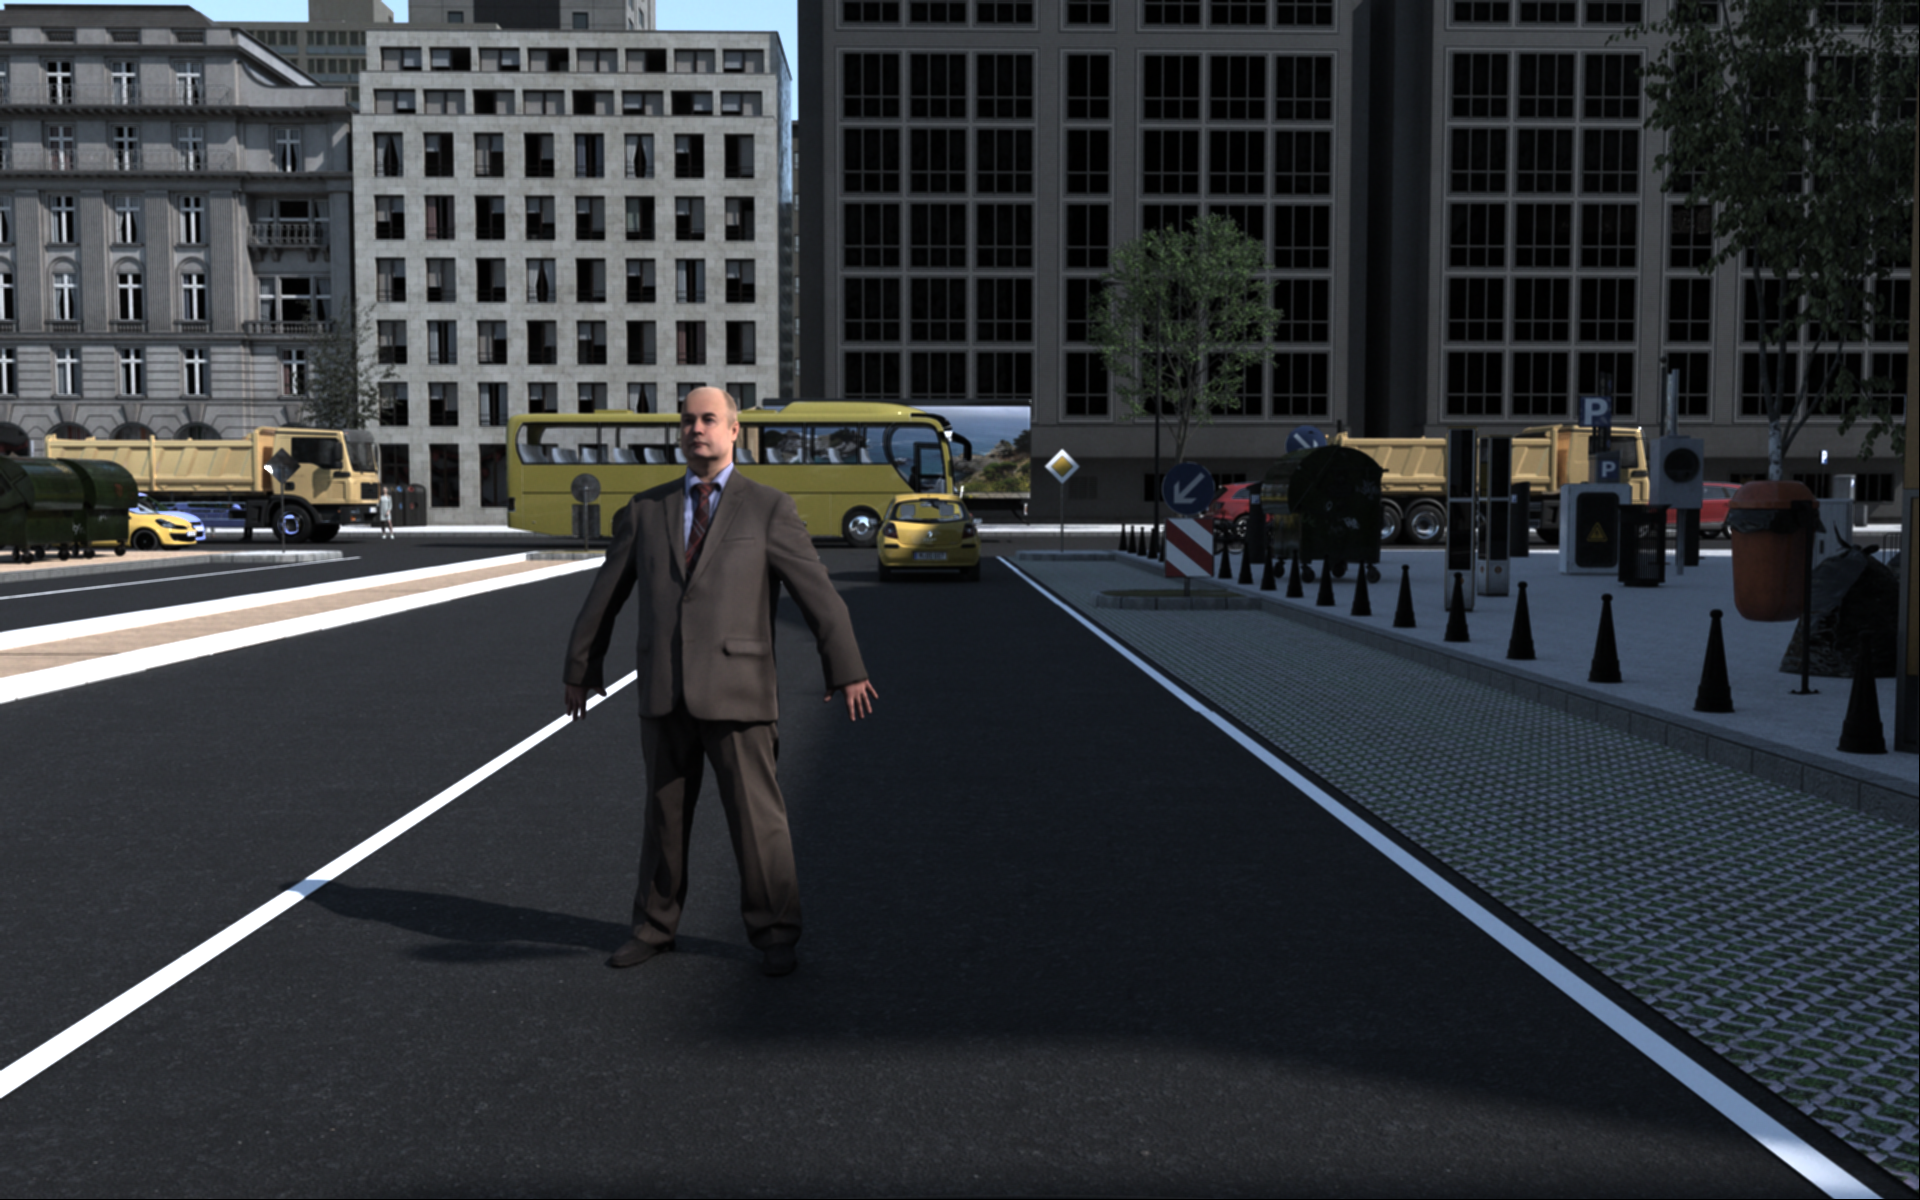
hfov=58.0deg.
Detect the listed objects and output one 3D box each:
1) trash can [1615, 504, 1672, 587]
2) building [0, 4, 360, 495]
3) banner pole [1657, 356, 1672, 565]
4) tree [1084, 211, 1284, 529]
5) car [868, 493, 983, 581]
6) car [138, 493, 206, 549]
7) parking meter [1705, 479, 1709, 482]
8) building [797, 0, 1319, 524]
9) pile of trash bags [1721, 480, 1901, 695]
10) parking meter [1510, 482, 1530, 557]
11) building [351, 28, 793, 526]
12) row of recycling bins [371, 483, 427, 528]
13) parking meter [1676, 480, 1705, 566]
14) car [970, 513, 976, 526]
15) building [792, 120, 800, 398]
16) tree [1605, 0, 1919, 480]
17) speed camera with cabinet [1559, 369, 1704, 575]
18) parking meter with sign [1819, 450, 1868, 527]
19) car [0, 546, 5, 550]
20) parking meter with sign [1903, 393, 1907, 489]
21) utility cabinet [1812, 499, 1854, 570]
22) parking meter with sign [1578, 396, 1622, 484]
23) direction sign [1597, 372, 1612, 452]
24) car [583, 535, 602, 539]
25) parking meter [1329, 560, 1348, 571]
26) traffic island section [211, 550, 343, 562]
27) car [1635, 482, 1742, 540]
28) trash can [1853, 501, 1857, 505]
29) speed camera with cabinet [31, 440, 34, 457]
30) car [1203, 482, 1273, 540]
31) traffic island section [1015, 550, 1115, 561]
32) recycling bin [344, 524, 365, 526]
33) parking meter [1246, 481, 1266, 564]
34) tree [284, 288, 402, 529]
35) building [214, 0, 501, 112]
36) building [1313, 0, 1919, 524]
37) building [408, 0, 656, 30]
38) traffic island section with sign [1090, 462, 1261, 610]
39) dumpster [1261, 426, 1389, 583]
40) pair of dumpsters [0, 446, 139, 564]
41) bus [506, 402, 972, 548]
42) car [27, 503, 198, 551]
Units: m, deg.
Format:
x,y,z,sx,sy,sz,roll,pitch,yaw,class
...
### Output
x,y,z,sx,sy,sz,roll,pitch,yaw,class
9.467,-0.757,24.032,0.748,1.137,0.748,0,3,0,trash can
-36.500,-14.324,76.005,24.055,21.916,13.314,0,4,-1,building
12.943,-2.550,31.714,0.863,3.779,0.401,-3,5,-45,banner pole
8.152,-8.417,63.379,9.928,11.665,9.643,0,3,0,tree
-0.579,-1.201,29.864,2.015,1.641,3.980,0,4,-3,car
-22.178,-2.244,46.281,3.694,1.707,1.945,0,4,-3,car
28.611,-3.733,66.741,0.399,1.863,0.255,0,4,0,parking meter
5.034,-17.377,77.615,24.014,27.812,14.314,0,4,-1,building
6.573,-0.136,11.979,3.447,1.369,1.912,-2,4,-28,pile of trash bags
11.443,-1.651,35.397,0.372,1.533,0.369,0,3,0,parking meter
-16.005,-13.465,74.910,16.860,20.320,10.420,0,4,-1,building
-21.998,-3.710,67.774,1.069,1.692,3.534,1,4,10,row of recycling bins
13.014,-1.543,30.933,0.255,1.863,0.399,-1,4,-8,parking meter
-1.696,-2.857,55.749,4.494,1.783,2.155,0,4,-2,car
-21.254,-39.958,242.545,27.495,52.752,28.713,0,4,-1,building
8.596,-4.115,17.642,4.737,8.622,4.395,0,3,0,tree
10.614,-2.022,27.393,2.038,3.252,0.660,0,4,7,speed camera with cabinet
34.808,-4.400,68.206,0.543,3.016,1.738,-3,5,-40,parking meter with sign
-25.889,-2.067,43.392,3.694,1.707,1.945,0,4,-2,car
17.126,-2.042,29.652,1.738,3.016,0.543,2,4,26,parking meter with sign
11.844,-0.794,24.143,1.020,1.237,0.306,3,5,41,utility cabinet
11.184,-2.071,30.130,0.543,3.016,1.738,1,4,9,parking meter with sign
12.057,-2.474,32.450,0.379,3.537,0.876,2,4,34,direction sign
-10.717,-2.845,56.295,4.222,1.686,2.009,0,4,-1,car
6.312,-1.261,29.022,0.372,1.533,0.369,0,3,0,parking meter
-14.767,-0.947,37.759,2.009,0.180,2.903,0,4,-1,traffic island section
22.821,-2.843,55.151,5.304,1.827,2.281,0,4,-3,car
67.077,-7.243,130.078,0.748,1.137,0.748,0,3,0,trash can
-33.413,-4.195,62.921,0.660,3.252,2.038,-2,4,-31,speed camera with cabinet
10.161,-2.734,53.369,5.304,1.827,2.281,0,4,-1,car
2.269,-0.974,38.199,2.009,0.180,2.903,0,4,-1,traffic island section
-24.314,-3.484,69.516,0.722,1.027,0.722,-2,4,-27,recycling bin
5.461,-1.440,31.960,0.372,1.533,0.369,0,3,0,parking meter
-22.495,-6.875,62.761,4.360,8.622,3.978,0,3,0,tree
-46.487,-27.326,138.664,32.217,40.220,23.993,0,4,-1,building
29.682,-17.376,77.603,24.014,27.812,14.314,0,4,-1,building
-41.877,-44.988,173.808,20.611,71.187,20.563,0,4,-1,building
2.699,-0.829,22.184,1.989,1.847,2.006,0,4,-1,traffic island section with sign
5.392,-1.416,25.653,1.502,2.255,1.985,0,4,-2,dumpster
-17.718,-1.911,33.732,1.574,2.255,4.437,0,4,-2,pair of dumpsters
-5.818,-3.374,46.717,12.252,3.916,2.896,0,3,0,bus
-20.840,-1.970,42.441,3.980,1.641,2.015,0,4,-2,car
